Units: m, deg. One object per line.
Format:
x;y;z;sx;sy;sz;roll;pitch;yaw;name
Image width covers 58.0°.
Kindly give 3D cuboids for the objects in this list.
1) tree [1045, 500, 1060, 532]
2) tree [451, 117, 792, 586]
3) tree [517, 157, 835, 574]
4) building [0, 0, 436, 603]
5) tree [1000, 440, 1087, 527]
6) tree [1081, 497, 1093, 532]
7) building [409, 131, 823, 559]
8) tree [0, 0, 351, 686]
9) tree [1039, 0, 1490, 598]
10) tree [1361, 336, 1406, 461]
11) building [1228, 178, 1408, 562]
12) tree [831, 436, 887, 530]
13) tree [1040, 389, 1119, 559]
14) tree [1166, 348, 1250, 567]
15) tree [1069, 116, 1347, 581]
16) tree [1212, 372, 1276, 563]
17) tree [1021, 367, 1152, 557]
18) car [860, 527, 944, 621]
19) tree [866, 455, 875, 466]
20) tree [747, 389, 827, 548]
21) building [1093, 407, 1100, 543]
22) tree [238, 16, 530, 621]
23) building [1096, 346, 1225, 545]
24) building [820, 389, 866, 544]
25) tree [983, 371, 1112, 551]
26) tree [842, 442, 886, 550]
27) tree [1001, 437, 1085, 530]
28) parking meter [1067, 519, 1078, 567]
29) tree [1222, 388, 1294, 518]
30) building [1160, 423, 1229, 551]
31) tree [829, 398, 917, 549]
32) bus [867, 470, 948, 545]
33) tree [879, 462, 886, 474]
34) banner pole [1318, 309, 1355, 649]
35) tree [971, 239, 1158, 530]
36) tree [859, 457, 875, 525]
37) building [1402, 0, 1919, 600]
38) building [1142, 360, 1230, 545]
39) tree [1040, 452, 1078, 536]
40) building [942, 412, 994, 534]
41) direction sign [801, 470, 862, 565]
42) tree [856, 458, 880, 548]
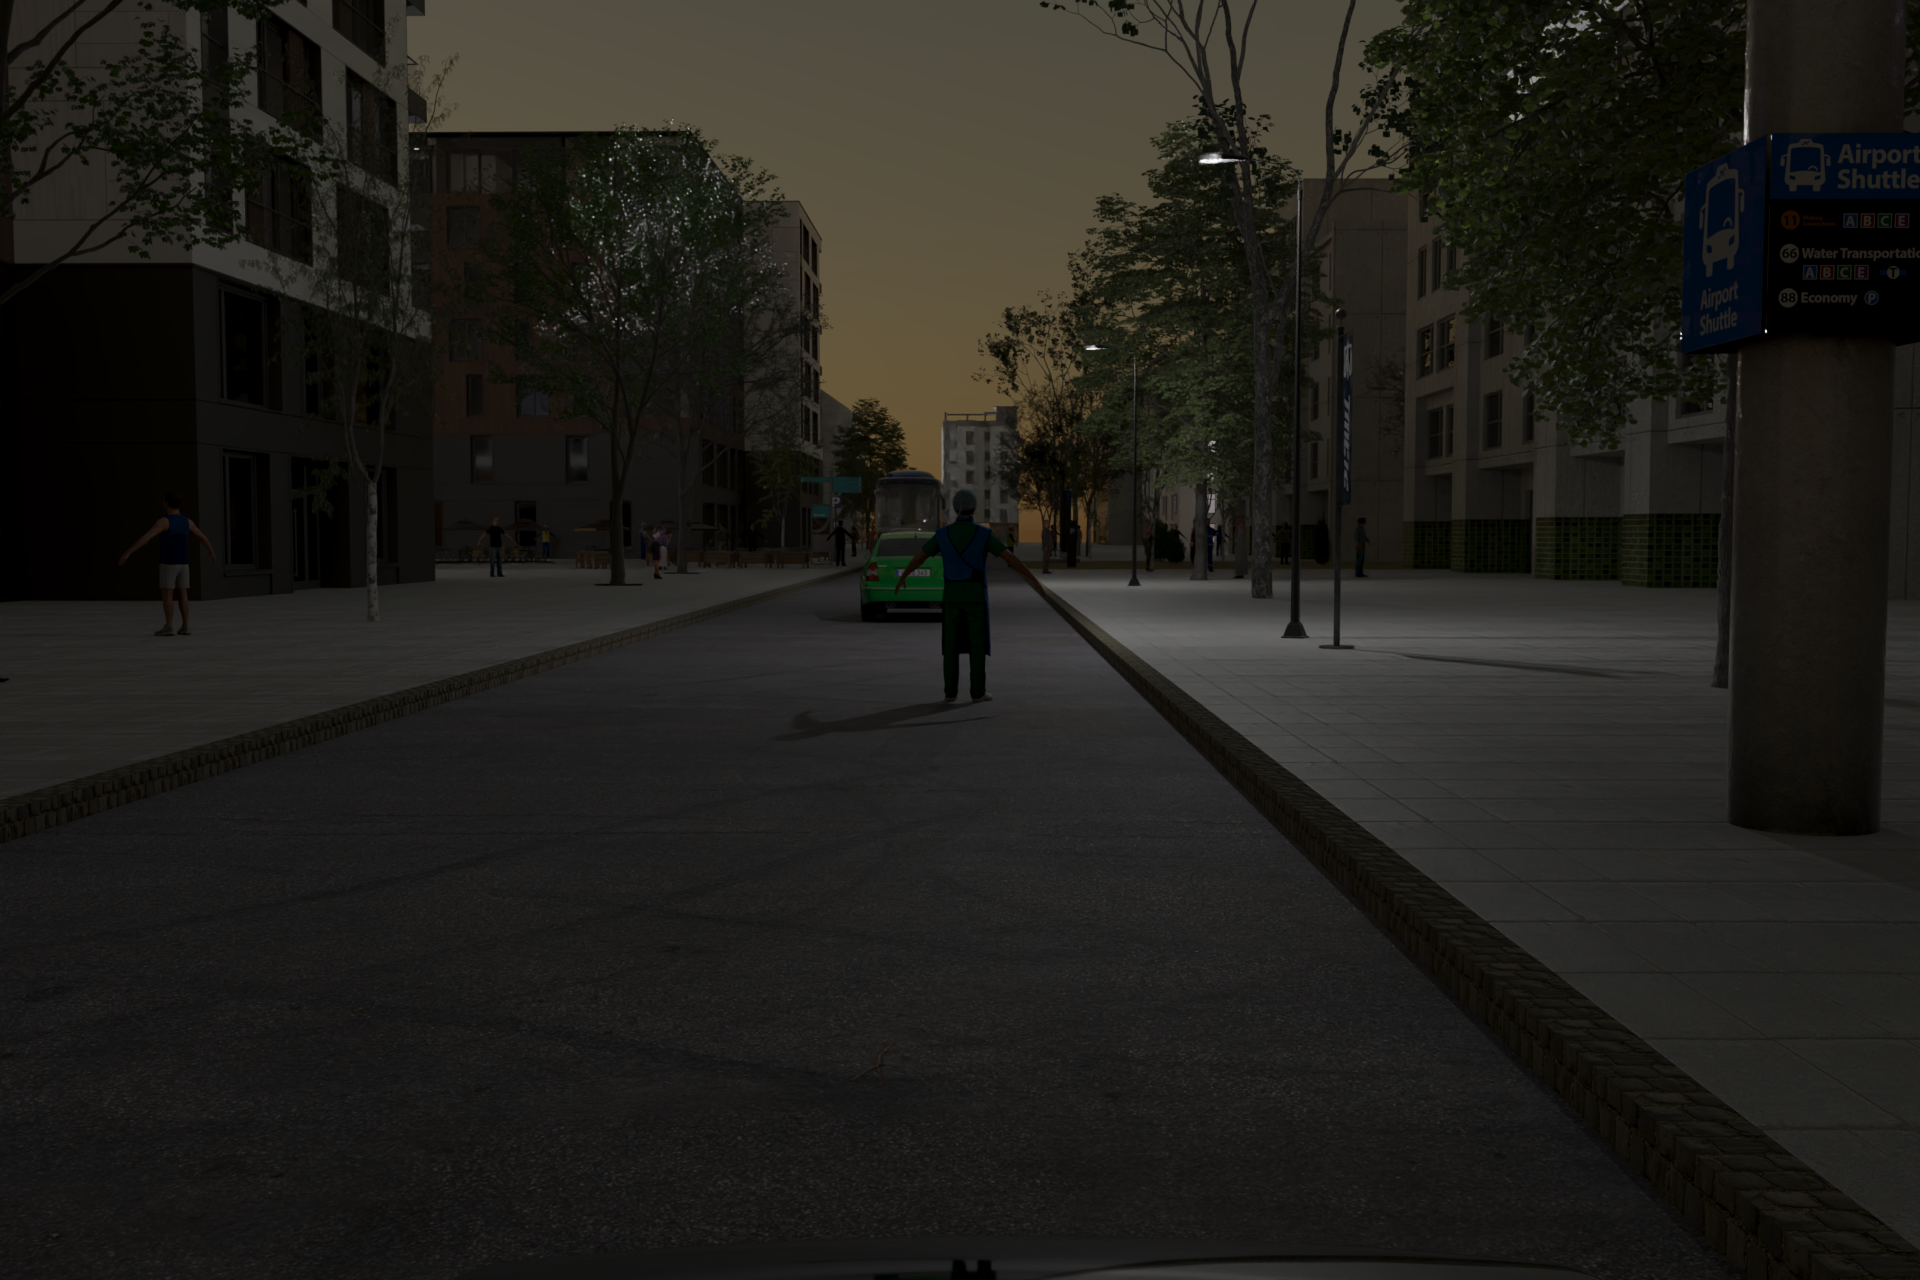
15.330;-18.869;258.875;4.360;8.622;3.978;0;3;0;tree
-8.343;-7.156;42.759;9.928;11.665;9.643;0;3;0;tree
-8.815;-8.874;55.462;12.009;13.543;11.850;0;3;0;tree
-28.482;-11.412;30.563;27.936;21.610;32.646;0;4;1;building
7.959;-13.969;162.811;8.767;10.594;7.601;0;4;3;tree
20.003;-18.695;256.028;4.737;8.622;4.395;0;3;0;tree
-23.827;-15.939;104.584;27.936;21.610;32.646;0;4;1;building
-8.606;-5.414;14.274;9.928;11.665;9.643;0;3;0;tree
6.805;-10.822;32.828;12.611;20.169;13.585;0;3;0;tree
22.084;-9.925;72.638;12.009;13.543;11.850;0;3;0;tree
25.480;-13.966;94.802;16.747;18.905;31.486;0;4;0;building
-8.042;-10.968;129.683;4.360;8.622;3.978;0;3;0;tree
6.787;-8.389;87.529;4.360;8.622;3.978;0;3;0;tree
9.507;-7.115;66.689;4.360;8.622;3.978;0;3;0;tree
6.718;-7.950;48.113;7.486;12.596;7.792;0;3;0;tree
11.536;-7.760;77.242;4.360;8.622;3.978;0;3;0;tree
7.054;-9.981;97.607;8.767;10.594;7.601;2;4;27;tree
-0.714;-1.284;29.786;1.959;1.807;4.718;0;4;1;car
-18.181;-24.531;256.964;12.611;20.169;13.585;0;3;0;tree
-8.706;-8.269;85.567;4.737;8.622;4.395;0;3;0;tree
27.391;-22.462;233.715;16.747;18.905;31.486;0;4;1;building
-8.742;-4.571;25.100;4.360;8.622;3.978;0;3;0;tree
26.438;-23.103;208.666;19.493;23.208;18.063;0;4;0;building
-22.494;-24.496;231.436;19.493;23.208;18.063;0;4;1;building
7.157;-13.446;130.216;12.009;13.543;11.850;0;3;0;tree
-7.550;-11.361;136.117;4.737;8.622;4.395;0;3;0;tree
7.805;-13.366;152.951;8.767;10.594;7.601;0;4;-6;tree
4.349;-3.752;67.058;0.399;1.863;0.255;0;4;-1;parking meter
13.741;-8.064;82.204;4.360;8.622;3.978;0;3;0;tree
20.701;-11.382;128.240;9.099;9.664;28.070;0;4;0;building
-7.268;-13.832;144.285;7.486;12.596;7.792;0;3;0;tree
-1.900;-4.813;70.246;2.896;3.916;12.251;0;4;1;bus
-7.684;-13.321;168.162;4.360;8.622;3.978;0;3;0;tree
4.226;-1.779;19.104;0.401;3.779;0.863;0;4;1;banner pole
7.113;-15.798;114.184;12.611;20.169;13.585;0;3;0;tree
-8.359;-12.352;152.314;4.360;8.622;3.978;0;3;0;tree
24.803;-11.153;48.817;16.747;18.905;31.486;0;4;1;building
25.732;-20.717;195.141;16.016;20.090;11.380;0;4;0;building
7.860;-11.863;144.325;4.360;8.622;3.978;0;3;0;tree
-2.255;-24.459;258.785;11.380;20.090;16.016;-1;4;-9;building
-5.352;-5.133;72.693;2.525;3.948;1.411;0;4;1;direction sign
-7.986;-12.624;156.760;4.360;8.622;3.978;0;3;0;tree
